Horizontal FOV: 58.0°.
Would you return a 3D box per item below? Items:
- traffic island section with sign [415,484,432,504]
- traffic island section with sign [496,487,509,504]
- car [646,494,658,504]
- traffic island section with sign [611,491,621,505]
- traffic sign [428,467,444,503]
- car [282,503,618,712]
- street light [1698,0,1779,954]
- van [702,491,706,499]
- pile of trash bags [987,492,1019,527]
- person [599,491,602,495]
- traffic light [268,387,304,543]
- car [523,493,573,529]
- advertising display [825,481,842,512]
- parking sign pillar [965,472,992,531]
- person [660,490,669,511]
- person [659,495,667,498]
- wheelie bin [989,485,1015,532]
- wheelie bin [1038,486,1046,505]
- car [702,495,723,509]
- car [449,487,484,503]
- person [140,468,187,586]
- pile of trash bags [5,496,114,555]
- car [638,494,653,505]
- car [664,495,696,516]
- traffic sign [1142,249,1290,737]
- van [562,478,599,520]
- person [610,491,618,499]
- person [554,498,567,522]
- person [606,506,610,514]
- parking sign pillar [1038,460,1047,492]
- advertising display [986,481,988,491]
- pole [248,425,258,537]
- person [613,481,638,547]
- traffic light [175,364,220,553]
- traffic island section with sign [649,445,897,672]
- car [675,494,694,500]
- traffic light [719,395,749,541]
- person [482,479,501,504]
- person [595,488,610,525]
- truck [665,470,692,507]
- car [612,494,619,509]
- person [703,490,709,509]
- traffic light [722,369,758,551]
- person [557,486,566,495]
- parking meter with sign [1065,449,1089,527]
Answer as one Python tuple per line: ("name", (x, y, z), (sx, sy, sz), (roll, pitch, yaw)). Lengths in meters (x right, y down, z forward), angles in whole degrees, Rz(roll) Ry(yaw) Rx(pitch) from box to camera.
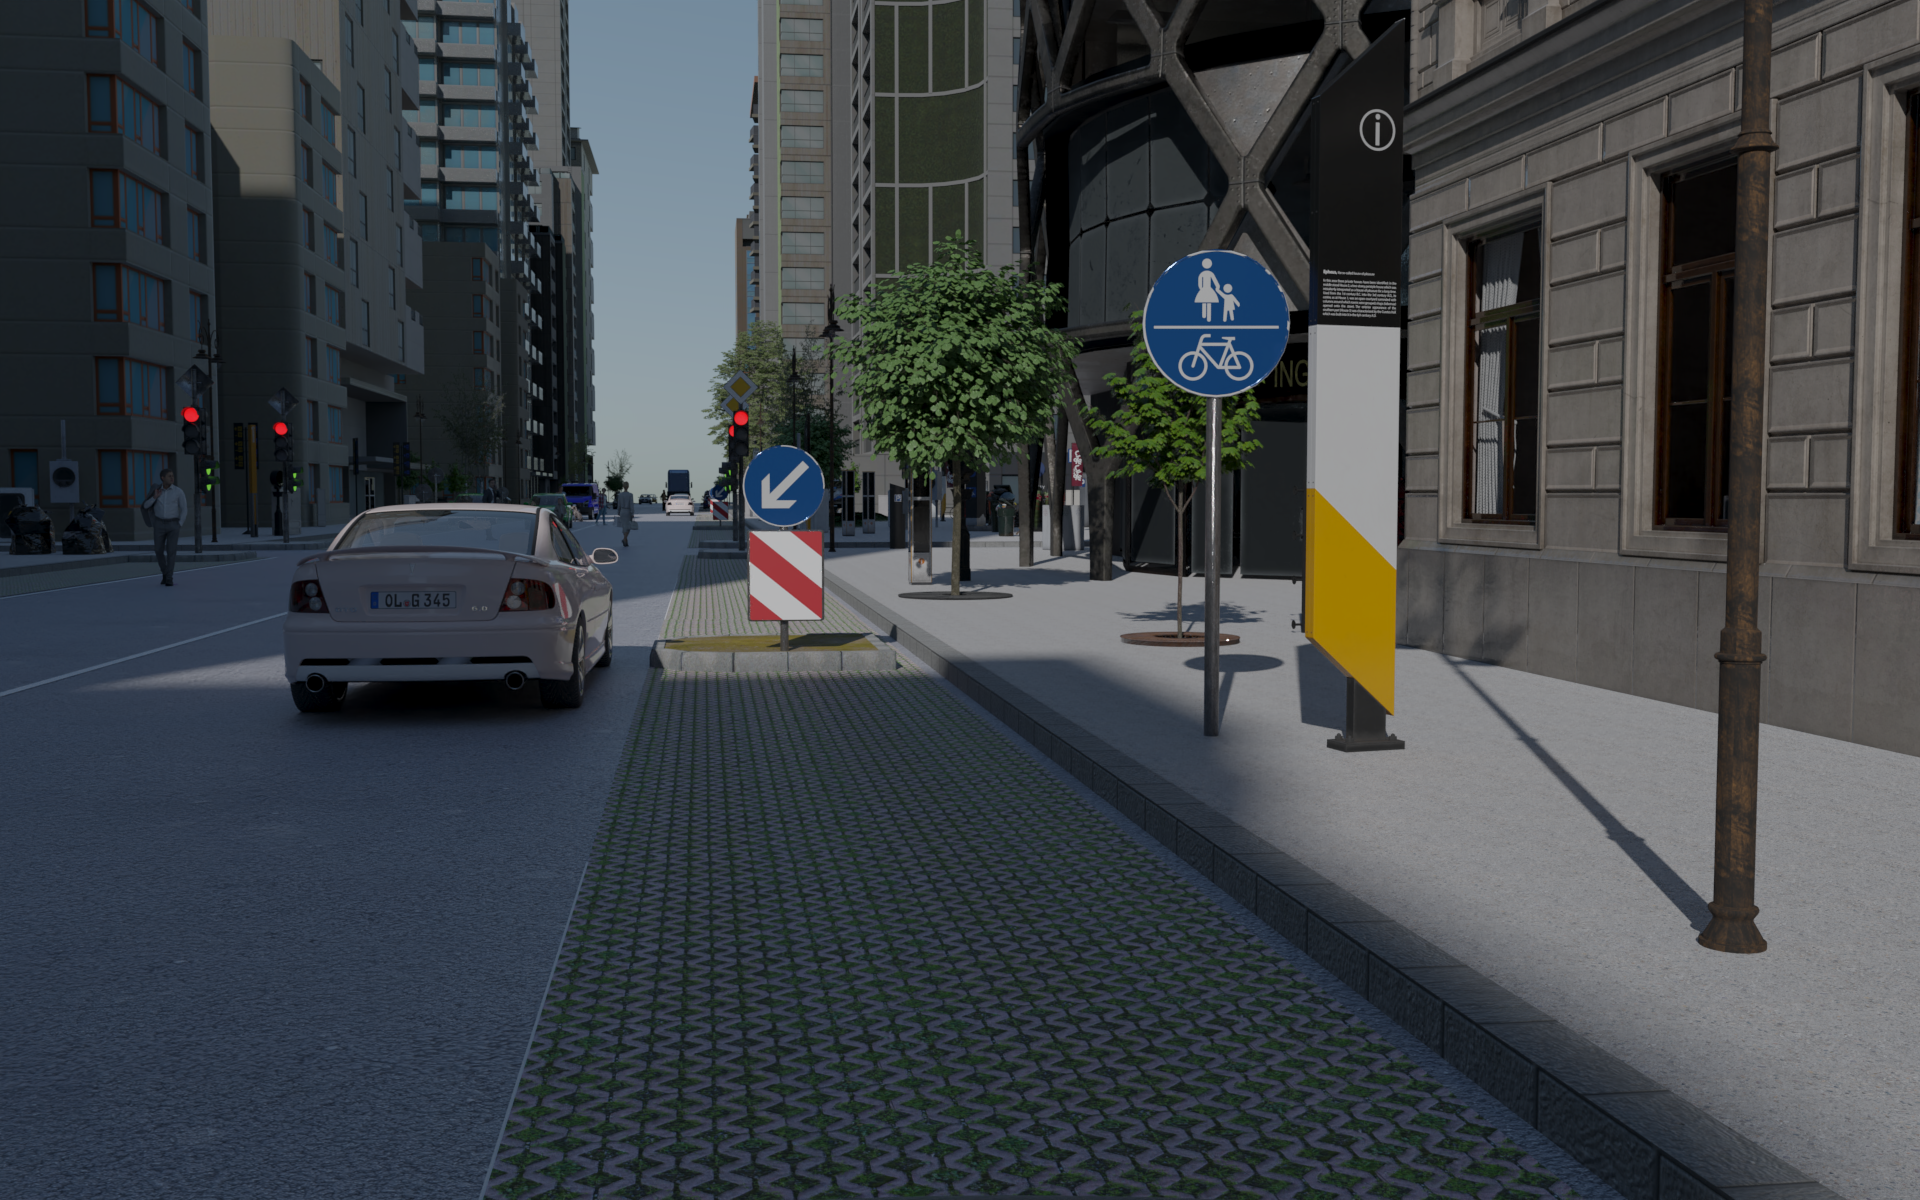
("traffic island section with sign", (-21.054, -3.629, 67.956), (1.989, 1.847, 2.006), (-1, 4, -8))
("traffic island section with sign", (-25.021, -5.271, 94.809), (1.989, 1.847, 2.006), (-1, 4, -8))
("car", (-47.070, -15.532, 264.174), (2.015, 1.641, 3.980), (0, 4, -7))
("traffic island section with sign", (-44.263, -13.228, 224.902), (1.989, 1.847, 2.006), (-1, 4, -8))
("traffic sign", (-24.926, -5.033, 82.397), (0.768, 2.556, 0.104), (0, 4, -7))
("car", (-3.628, -0.030, 12.845), (2.083, 1.381, 4.827), (0, 4, -7))
("street light", (2.194, -1.954, 4.740), (0.468, 5.910, 1.993), (-1, 4, -8))
("van", (-32.400, -13.280, 224.133), (2.013, 2.044, 4.112), (-1, 4, -8))
("pile of trash bags", (1.888, -3.480, 66.648), (1.912, 1.369, 3.447), (2, 4, 23))
("person", (-38.592, -10.853, 186.043), (1.348, 1.812, 0.705), (0, 4, 6))
("traffic light", (-17.670, -3.452, 45.357), (0.839, 4.253, 0.868), (-1, 4, -8))
("car", (-16.955, -3.830, 71.417), (1.959, 1.807, 4.718), (-1, 4, -10))
("advertising display", (-6.139, -4.827, 84.136), (0.974, 1.923, 0.123), (1, 4, 14))
("parking sign pillar", (0.543, -4.384, 60.157), (1.447, 3.967, 1.447), (1, 4, 14))
("person", (-25.295, -8.535, 148.135), (0.705, 1.812, 1.348), (1, 4, 23))
("person", (-41.438, -14.285, 242.189), (1.348, 1.807, 0.705), (2, 4, 26))
("wheelie bin", (1.428, -3.079, 58.252), (0.980, 1.594, 0.693), (2, 4, 32))
("wheelie bin", (2.950, -3.770, 69.547), (0.980, 1.594, 0.693), (-2, 4, -35))
("car", (-22.501, -8.860, 157.439), (1.945, 1.354, 3.894), (0, 4, -8))
("car", (-22.600, -4.375, 80.329), (1.959, 1.807, 4.718), (0, 4, -8))
("person", (-12.488, -1.136, 27.182), (0.679, 1.850, 0.850), (-1, 4, -17))
("pile of trash bags", (-20.034, -1.681, 37.230), (3.447, 1.369, 1.912), (0, 4, -4))
("car", (-43.428, -14.021, 239.035), (2.009, 1.686, 4.222), (0, 4, -7))
("car", (-18.560, -6.265, 114.787), (2.083, 1.381, 4.827), (-1, 4, -9))
("traffic sign", (1.335, -0.551, 9.123), (0.768, 2.556, 0.104), (0, 4, 0))
("van", (-21.387, -5.678, 97.227), (2.240, 2.365, 5.245), (0, 4, -7))
("person", (-36.928, -10.835, 185.784), (0.705, 1.807, 1.348), (3, 5, 42))
("person", (-14.044, -2.943, 60.893), (0.640, 1.303, 0.475), (3, 5, 41))
("person", (-24.330, -6.340, 117.656), (1.012, 1.151, 0.738), (0, 4, 1))
("parking sign pillar", (4.357, -6.828, 100.111), (1.447, 3.967, 1.447), (-1, 4, -9))
("advertising display", (1.232, -4.769, 83.184), (0.123, 1.923, 0.974), (0, 4, 8))
("pole", (-20.894, -3.507, 51.185), (0.158, 3.312, 0.155), (0, 3, 0))
("person", (-9.127, -2.341, 47.126), (0.694, 1.780, 0.624), (2, 4, 30))
("traffic light", (-16.501, -2.969, 37.457), (0.839, 4.253, 0.868), (-1, 4, -8))
("traffic island section with sign", (-1.640, -0.378, 14.805), (1.989, 1.847, 2.006), (-1, 4, -8))
("car", (-24.515, -8.605, 152.487), (2.131, 1.459, 4.920), (0, 4, -7))
("traffic light", (-6.136, -3.557, 47.072), (0.839, 4.253, 0.868), (-1, 4, -8))
("person", (-14.508, -2.804, 53.715), (0.474, 1.900, 0.648), (0, 4, 1))
("person", (-16.488, -4.313, 79.850), (0.643, 1.720, 0.563), (2, 4, 30))
("truck", (-29.968, -11.888, 184.132), (2.967, 4.110, 18.799), (-1, 4, -9))
("car", (-31.921, -9.428, 163.929), (2.009, 1.686, 4.222), (0, 4, -7))
("person", (-24.366, -9.683, 166.827), (0.705, 1.822, 1.348), (3, 4, 37))
("traffic light", (-4.968, -3.074, 39.173), (0.839, 4.253, 0.868), (-1, 4, -8))
("person", (-17.981, -4.236, 77.856), (0.616, 1.811, 0.778), (-2, 4, -24))
("parking meter with sign", (5.012, -4.315, 66.812), (1.738, 3.016, 0.543), (-2, 4, -35))
